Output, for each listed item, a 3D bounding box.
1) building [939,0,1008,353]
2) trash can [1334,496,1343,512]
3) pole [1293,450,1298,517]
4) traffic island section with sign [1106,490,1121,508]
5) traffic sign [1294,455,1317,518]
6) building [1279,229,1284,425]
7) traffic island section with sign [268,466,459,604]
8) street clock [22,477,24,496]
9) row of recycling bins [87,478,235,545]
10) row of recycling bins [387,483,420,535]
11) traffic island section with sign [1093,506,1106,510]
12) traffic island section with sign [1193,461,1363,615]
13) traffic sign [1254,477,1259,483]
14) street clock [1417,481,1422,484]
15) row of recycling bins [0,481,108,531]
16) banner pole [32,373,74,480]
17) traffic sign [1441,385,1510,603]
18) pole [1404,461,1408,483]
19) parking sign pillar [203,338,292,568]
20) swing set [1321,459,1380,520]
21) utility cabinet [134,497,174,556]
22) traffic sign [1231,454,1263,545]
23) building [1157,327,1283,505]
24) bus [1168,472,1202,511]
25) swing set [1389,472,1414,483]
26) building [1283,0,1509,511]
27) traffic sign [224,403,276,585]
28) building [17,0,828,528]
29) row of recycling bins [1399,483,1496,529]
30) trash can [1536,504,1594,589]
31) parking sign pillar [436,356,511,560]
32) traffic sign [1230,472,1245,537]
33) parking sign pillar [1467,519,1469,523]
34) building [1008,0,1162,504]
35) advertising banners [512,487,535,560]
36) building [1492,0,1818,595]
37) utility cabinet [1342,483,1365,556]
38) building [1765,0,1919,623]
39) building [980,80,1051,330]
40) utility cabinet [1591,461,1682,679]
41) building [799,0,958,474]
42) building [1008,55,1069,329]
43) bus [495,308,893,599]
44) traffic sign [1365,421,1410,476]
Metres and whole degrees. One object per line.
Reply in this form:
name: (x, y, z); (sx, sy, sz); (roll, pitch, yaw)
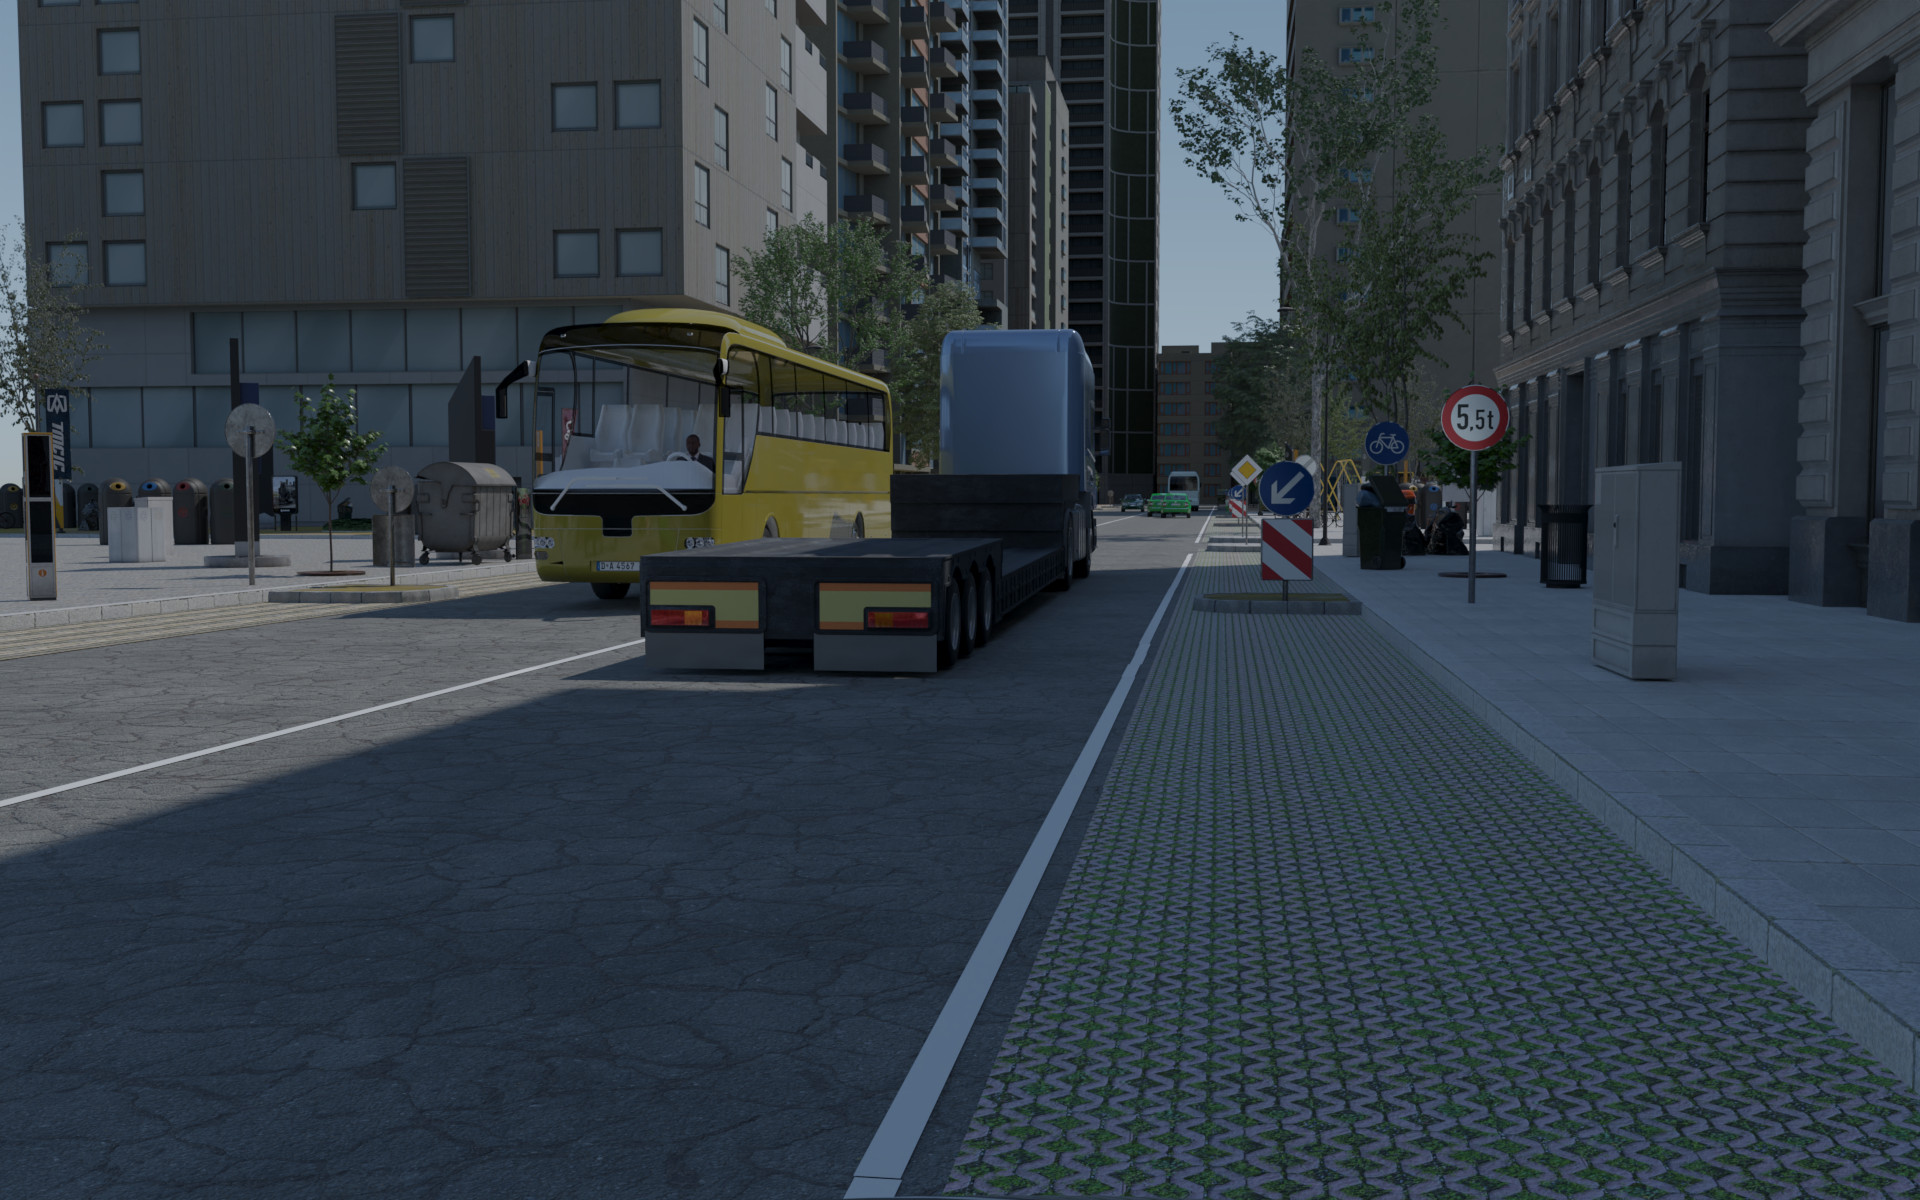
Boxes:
building: (-6.609, -50.864, 144.292); (22.319, 86.520, 31.000); (1, 4, 9)
trash can: (27.363, -6.933, 125.002); (0.748, 1.137, 0.748); (0, 3, 0)
pole: (15.450, -5.259, 79.829); (0.158, 3.312, 0.155); (0, 3, 0)
traffic island section with sign: (15.759, -10.526, 180.721); (1.989, 1.847, 2.006); (1, 4, 9)
traffic sign: (11.238, -3.448, 56.473); (0.768, 2.556, 0.104); (1, 4, 13)
building: (41.846, -25.519, 188.941); (14.160, 30.474, 14.107); (1, 4, 9)
traffic island section with sign: (-7.944, -0.908, 23.471); (1.989, 1.847, 2.006); (1, 4, 9)
street clock: (-39.109, -4.155, 72.510); (0.358, 2.002, 0.471); (-2, 4, -30)
row of recycling bins: (-20.059, -2.259, 44.050); (3.534, 1.692, 1.069); (0, 4, -5)
row of recycling bins: (-16.494, -2.924, 54.912); (3.534, 1.692, 1.069); (0, 4, 8)
traffic island section with sign: (11.742, -8.895, 154.065); (1.989, 1.847, 2.006); (1, 4, 9)
traffic island section with sign: (3.905, -0.784, 21.441); (1.989, 1.847, 2.006); (1, 4, 9)
traffic sign: (19.487, -6.882, 112.628); (0.768, 2.556, 0.104); (1, 4, 18)
street clock: (25.826, -5.677, 97.394); (0.358, 2.002, 0.471); (0, 4, 4)
row of recycling bins: (-34.184, -3.545, 65.066); (3.534, 1.692, 1.069); (-1, 4, -11)
banner pole: (-18.980, -2.822, 36.155); (0.863, 3.779, 0.401); (-3, 5, -41)
traffic sign: (6.012, -1.234, 20.274); (0.768, 2.556, 0.104); (1, 4, 13)
pole: (27.321, -6.873, 106.217); (0.158, 3.312, 0.155); (0, 3, 0)
parking sign pillar: (-12.656, -2.581, 30.664); (1.447, 3.967, 1.447); (-1, 4, -22)
swing set: (17.601, -5.014, 79.594); (2.862, 2.851, 3.119); (0, 4, 3)
utility cabinet: (-16.660, -1.507, 35.803); (0.306, 1.237, 1.020); (0, 4, 3)
traffic sign: (7.233, -2.449, 43.681); (0.795, 2.450, 0.064); (1, 4, 9)
building: (40.602, -23.193, 224.241); (28.899, 21.520, 27.650); (1, 4, 9)
bus: (19.229, -9.396, 148.492); (2.948, 3.499, 13.247); (0, 4, 8)
swing set: (30.832, -7.672, 123.050); (3.119, 2.851, 2.862); (1, 4, 10)
building: (37.701, -31.678, 141.645); (21.300, 48.544, 21.600); (1, 4, 9)
traffic sign: (-9.974, -1.481, 24.326); (0.768, 2.556, 0.104); (1, 4, 9)
building: (-21.524, -29.880, 77.776); (28.713, 52.752, 27.495); (1, 4, 9)
row of recycling bins: (17.669, -3.438, 63.326); (3.534, 1.692, 1.069); (0, 4, 4)
trash can: (8.257, -0.735, 23.677); (0.748, 1.137, 0.748); (0, 3, 0)
parking sign pillar: (-9.699, -2.810, 34.412); (1.447, 3.967, 1.447); (-3, 5, -39)
traffic sign: (8.423, -2.932, 51.577); (0.795, 2.450, 0.064); (1, 4, 9)
parking sign pillar: (22.987, -5.354, 76.004); (1.447, 3.967, 1.447); (-2, 4, -30)
building: (15.073, -47.991, 222.901); (20.611, 71.187, 20.563); (1, 4, 9)
advertising banners: (-8.244, -2.345, 34.535); (0.090, 3.025, 2.074); (2, 4, 25)
building: (15.500, -11.032, 29.518); (9.793, 20.994, 18.267); (1, 4, 9)
utility cabinet: (8.119, -1.649, 35.648); (0.318, 1.500, 1.173); (1, 4, 22)
building: (13.334, -11.097, 10.318); (11.050, 23.489, 19.941); (1, 4, 9)
building: (1.035, -29.583, 167.281); (14.154, 41.232, 14.086); (1, 4, 9)
utility cabinet: (4.800, -0.225, 12.364); (0.318, 1.500, 1.173); (0, 4, 7)
building: (-12.178, -28.044, 113.136); (22.147, 44.769, 28.867); (1, 4, 9)
building: (0.476, -34.667, 190.503); (21.600, 48.544, 21.300); (1, 4, 9)
bus: (-3.339, -2.151, 26.717); (2.896, 3.916, 12.252); (0, 4, 8)
traffic sign: (7.490, -1.854, 30.424); (0.768, 2.556, 0.104); (1, 4, 18)
